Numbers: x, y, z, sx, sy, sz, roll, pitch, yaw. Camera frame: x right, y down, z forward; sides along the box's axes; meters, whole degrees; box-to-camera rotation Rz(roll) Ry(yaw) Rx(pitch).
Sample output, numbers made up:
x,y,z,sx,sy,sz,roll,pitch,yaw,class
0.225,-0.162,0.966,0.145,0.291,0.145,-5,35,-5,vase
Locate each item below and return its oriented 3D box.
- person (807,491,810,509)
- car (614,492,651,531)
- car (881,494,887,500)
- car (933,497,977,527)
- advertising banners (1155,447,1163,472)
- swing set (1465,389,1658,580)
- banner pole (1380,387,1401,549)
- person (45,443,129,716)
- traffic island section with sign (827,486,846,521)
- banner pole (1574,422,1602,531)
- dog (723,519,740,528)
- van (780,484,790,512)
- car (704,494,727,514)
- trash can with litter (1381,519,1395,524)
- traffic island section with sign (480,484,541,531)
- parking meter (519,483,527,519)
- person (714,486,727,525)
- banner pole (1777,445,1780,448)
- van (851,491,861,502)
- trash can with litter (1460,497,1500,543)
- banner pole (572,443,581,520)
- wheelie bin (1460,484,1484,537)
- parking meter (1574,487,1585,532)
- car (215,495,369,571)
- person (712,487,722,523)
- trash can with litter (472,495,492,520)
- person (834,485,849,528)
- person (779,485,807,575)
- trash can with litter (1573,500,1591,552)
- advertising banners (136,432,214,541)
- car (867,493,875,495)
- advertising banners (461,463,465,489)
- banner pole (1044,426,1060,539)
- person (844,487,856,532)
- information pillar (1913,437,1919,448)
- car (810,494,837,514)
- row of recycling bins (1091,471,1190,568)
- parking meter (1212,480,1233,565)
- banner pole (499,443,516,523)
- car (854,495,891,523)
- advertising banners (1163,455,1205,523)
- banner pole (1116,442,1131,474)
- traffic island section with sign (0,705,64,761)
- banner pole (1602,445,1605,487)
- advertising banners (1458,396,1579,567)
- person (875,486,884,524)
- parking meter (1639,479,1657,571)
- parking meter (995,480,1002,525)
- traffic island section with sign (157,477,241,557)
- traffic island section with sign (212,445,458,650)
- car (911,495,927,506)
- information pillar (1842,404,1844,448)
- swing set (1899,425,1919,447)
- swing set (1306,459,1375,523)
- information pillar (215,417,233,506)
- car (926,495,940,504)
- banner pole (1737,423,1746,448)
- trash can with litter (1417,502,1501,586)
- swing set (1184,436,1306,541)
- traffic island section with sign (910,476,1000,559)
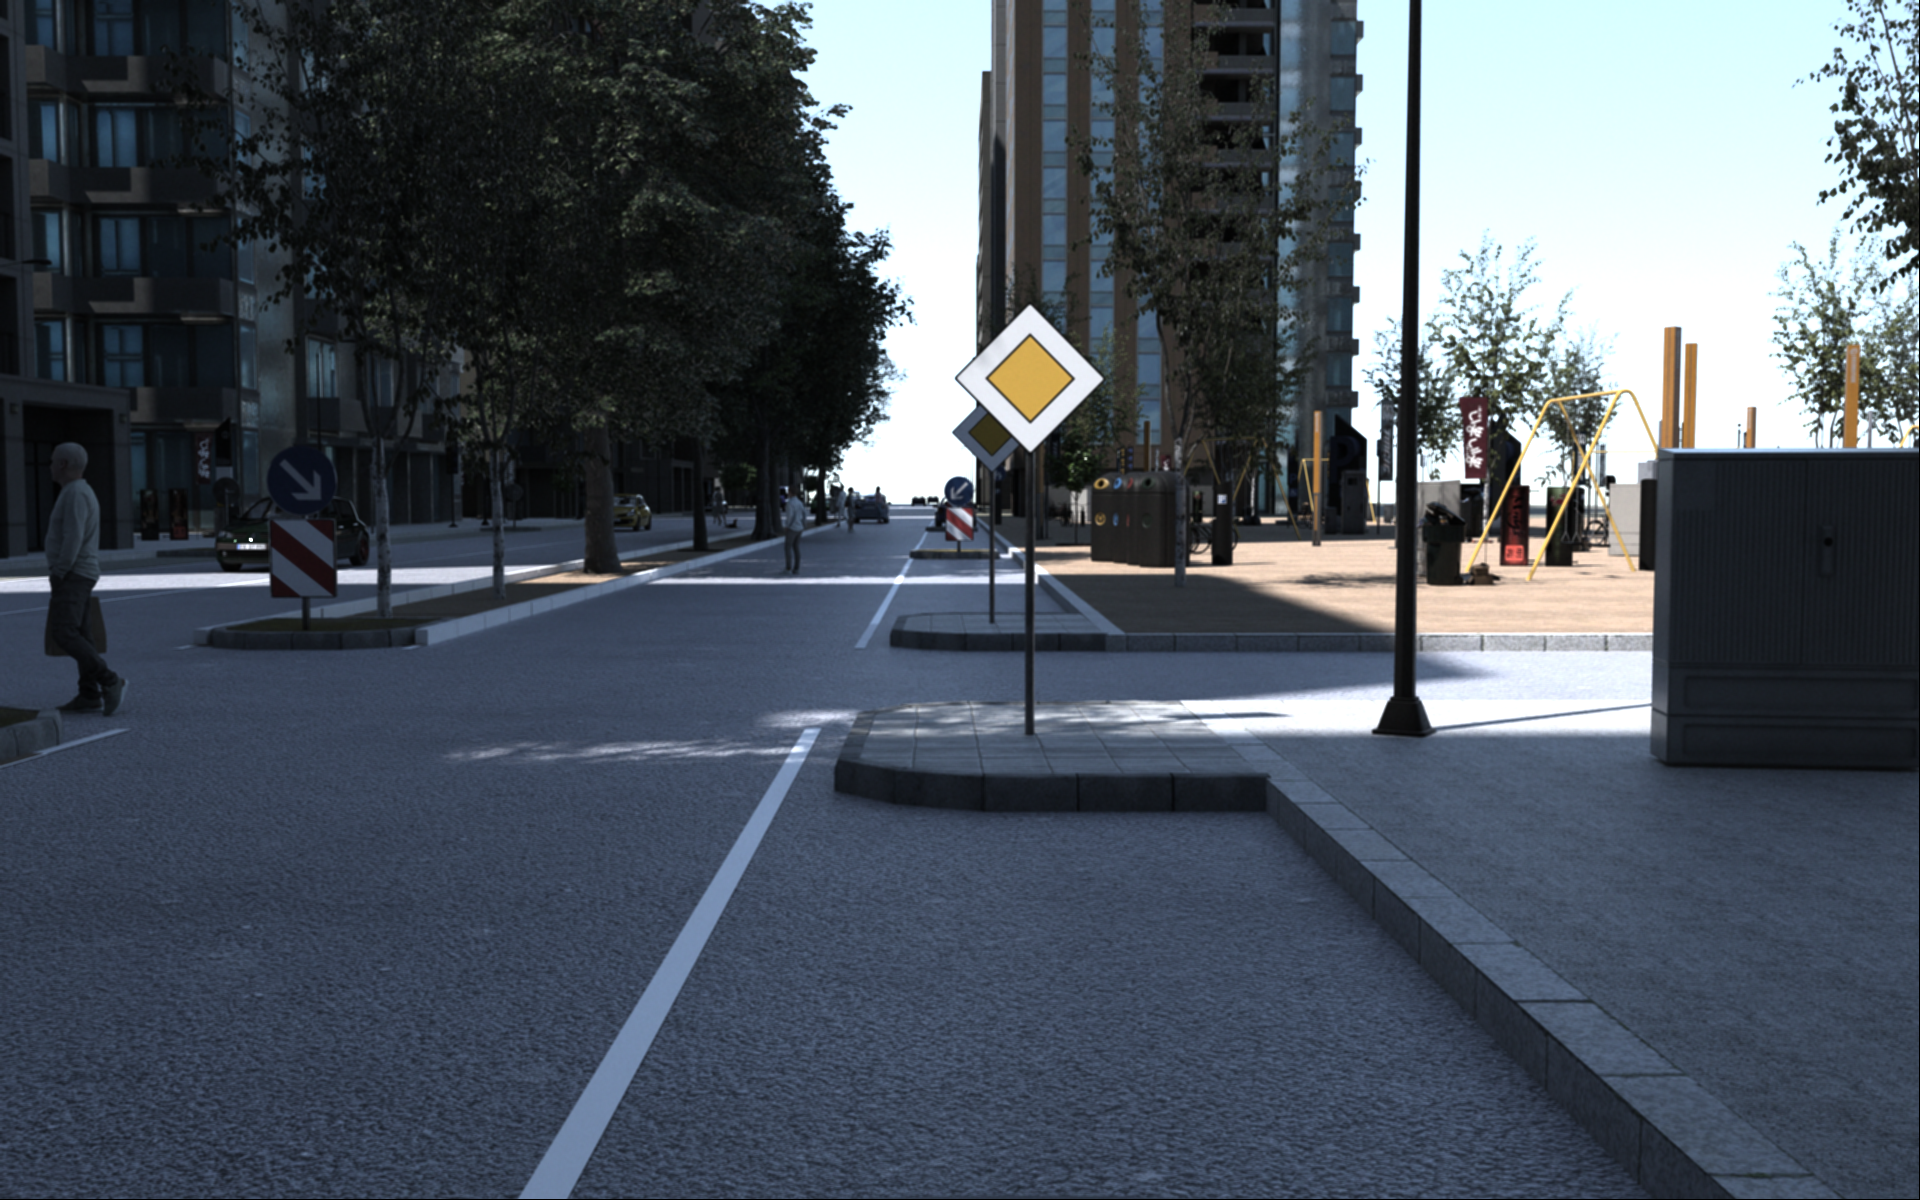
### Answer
x,y,z,sx,sy,sz,roll,pitch,yaw,class
-14.348,-9.504,164.602,0.721,1.735,1.217,0,4,-2,person
-13.173,-3.512,67.640,2.015,1.641,3.980,0,4,-1,car
-10.822,-13.703,233.084,2.155,1.783,4.494,0,4,-1,car
-0.201,-3.816,74.977,1.945,1.354,3.894,0,4,-2,car
7.097,-4.181,64.554,0.090,3.025,2.074,2,4,25,advertising banners
9.814,-1.798,27.025,2.862,2.851,3.119,0,4,-2,swing set
10.097,-3.090,40.544,0.863,3.779,0.401,-2,4,-35,banner pole
-5.775,-0.148,11.411,0.515,1.767,0.782,-2,4,-24,person
-6.672,-5.129,91.991,2.006,1.907,1.989,0,4,0,traffic island section with sign
21.732,-4.301,60.336,0.401,3.779,0.863,-2,4,-35,banner pole
-9.578,-3.205,72.600,0.748,0.427,0.550,3,4,38,dog
-15.027,-8.425,142.127,2.240,2.365,5.245,0,4,2,van
-17.473,-6.868,122.084,2.009,1.686,4.222,0,3,0,car
18.647,-3.858,74.133,1.678,1.210,2.233,1,4,21,trash can with litter
-17.294,-3.564,66.896,1.989,1.847,2.006,0,4,0,traffic island section with sign
-22.676,-5.140,89.752,0.399,1.863,0.255,1,4,15,parking meter
-10.977,-4.318,79.441,0.599,1.781,0.374,2,4,24,person
41.771,-6.057,89.046,0.863,3.779,0.401,2,4,29,banner pole
-14.093,-13.822,232.998,2.013,2.044,4.112,0,4,-2,van
13.650,-2.116,45.656,2.233,1.210,1.678,0,4,-7,trash can with litter
-19.036,-5.856,85.764,0.401,3.779,0.863,-1,4,-18,banner pole
15.291,-2.691,51.900,0.980,1.594,0.693,0,3,0,wheelie bin
20.915,-3.066,58.548,0.372,1.533,0.369,0,3,0,parking meter
-12.792,-1.440,33.332,2.009,1.686,4.222,0,4,0,car
-11.805,-4.618,84.234,0.478,1.798,0.641,-3,4,-38,person
-24.009,-4.701,87.920,1.678,1.210,2.233,-2,4,-34,trash can with litter
-4.986,-4.021,74.116,0.818,1.842,0.514,0,4,7,person
-2.981,-1.265,30.998,0.330,1.601,0.589,3,4,38,person
13.654,-1.664,38.600,0.624,1.170,1.055,3,5,40,trash can with litter
-21.809,-3.182,48.216,2.074,3.025,0.090,-3,4,-39,advertising banners
-9.687,-11.178,192.348,1.945,1.707,3.694,0,4,2,car
-26.578,-5.749,90.180,2.074,3.025,0.090,1,4,18,advertising banners
2.609,-3.620,49.204,0.401,3.779,0.863,-2,4,-33,banner pole
-4.089,-3.387,64.876,0.522,1.701,0.512,-1,4,-18,person
35.830,-4.487,64.716,0.504,3.616,0.183,0,4,-5,information pillar
-10.038,-7.250,127.337,1.959,1.807,4.718,0,4,-1,car
3.307,-1.508,31.766,1.069,1.692,3.534,-1,4,-14,row of recycling bins
4.769,-1.410,31.463,0.372,1.533,0.369,0,3,0,parking meter
-19.814,-5.255,75.928,0.401,3.779,0.863,3,5,42,banner pole
-4.422,-4.535,86.150,2.014,1.417,4.499,0,4,-1,car
9.862,-4.937,76.913,2.074,3.025,0.090,2,4,27,advertising banners
7.907,-5.698,83.174,0.863,3.779,0.401,1,4,20,banner pole
-6.119,-0.080,9.448,2.006,1.907,1.989,0,4,0,traffic island section with sign
28.373,-5.308,76.808,0.863,3.779,0.401,-3,4,-39,banner pole
9.914,-2.117,30.802,2.074,3.025,0.090,1,4,19,advertising banners
-3.894,-4.572,83.265,0.388,1.821,0.555,1,4,22,person
11.633,-1.267,29.122,0.372,1.533,0.369,0,3,0,parking meter
1.530,-4.081,72.437,0.399,1.863,0.255,-1,4,-13,parking meter
-17.107,-1.915,39.941,1.989,1.847,2.006,0,4,0,traffic island section with sign
-6.159,-0.533,16.855,2.006,1.907,1.989,0,4,0,traffic island section with sign
-4.978,-12.043,209.482,1.945,1.354,3.894,0,4,-1,car
22.536,-3.219,43.988,0.183,3.616,0.504,0,4,0,information pillar
21.614,-2.479,38.152,2.862,2.851,3.119,0,4,4,swing set
16.584,-4.896,77.662,3.119,2.851,2.862,-1,4,-12,swing set
-22.238,-3.733,52.386,0.504,3.616,0.183,0,4,4,information pillar
-3.860,-14.431,248.519,1.945,1.354,3.894,0,3,0,car
27.787,-4.365,61.383,0.863,3.779,0.401,0,4,-7,banner pole
7.030,-0.797,24.422,1.055,1.170,0.624,0,4,-8,trash can with litter
7.421,-3.096,48.244,2.862,2.851,3.119,-2,4,-27,swing set
-0.130,-1.857,38.984,1.989,1.847,2.006,0,4,0,traffic island section with sign
